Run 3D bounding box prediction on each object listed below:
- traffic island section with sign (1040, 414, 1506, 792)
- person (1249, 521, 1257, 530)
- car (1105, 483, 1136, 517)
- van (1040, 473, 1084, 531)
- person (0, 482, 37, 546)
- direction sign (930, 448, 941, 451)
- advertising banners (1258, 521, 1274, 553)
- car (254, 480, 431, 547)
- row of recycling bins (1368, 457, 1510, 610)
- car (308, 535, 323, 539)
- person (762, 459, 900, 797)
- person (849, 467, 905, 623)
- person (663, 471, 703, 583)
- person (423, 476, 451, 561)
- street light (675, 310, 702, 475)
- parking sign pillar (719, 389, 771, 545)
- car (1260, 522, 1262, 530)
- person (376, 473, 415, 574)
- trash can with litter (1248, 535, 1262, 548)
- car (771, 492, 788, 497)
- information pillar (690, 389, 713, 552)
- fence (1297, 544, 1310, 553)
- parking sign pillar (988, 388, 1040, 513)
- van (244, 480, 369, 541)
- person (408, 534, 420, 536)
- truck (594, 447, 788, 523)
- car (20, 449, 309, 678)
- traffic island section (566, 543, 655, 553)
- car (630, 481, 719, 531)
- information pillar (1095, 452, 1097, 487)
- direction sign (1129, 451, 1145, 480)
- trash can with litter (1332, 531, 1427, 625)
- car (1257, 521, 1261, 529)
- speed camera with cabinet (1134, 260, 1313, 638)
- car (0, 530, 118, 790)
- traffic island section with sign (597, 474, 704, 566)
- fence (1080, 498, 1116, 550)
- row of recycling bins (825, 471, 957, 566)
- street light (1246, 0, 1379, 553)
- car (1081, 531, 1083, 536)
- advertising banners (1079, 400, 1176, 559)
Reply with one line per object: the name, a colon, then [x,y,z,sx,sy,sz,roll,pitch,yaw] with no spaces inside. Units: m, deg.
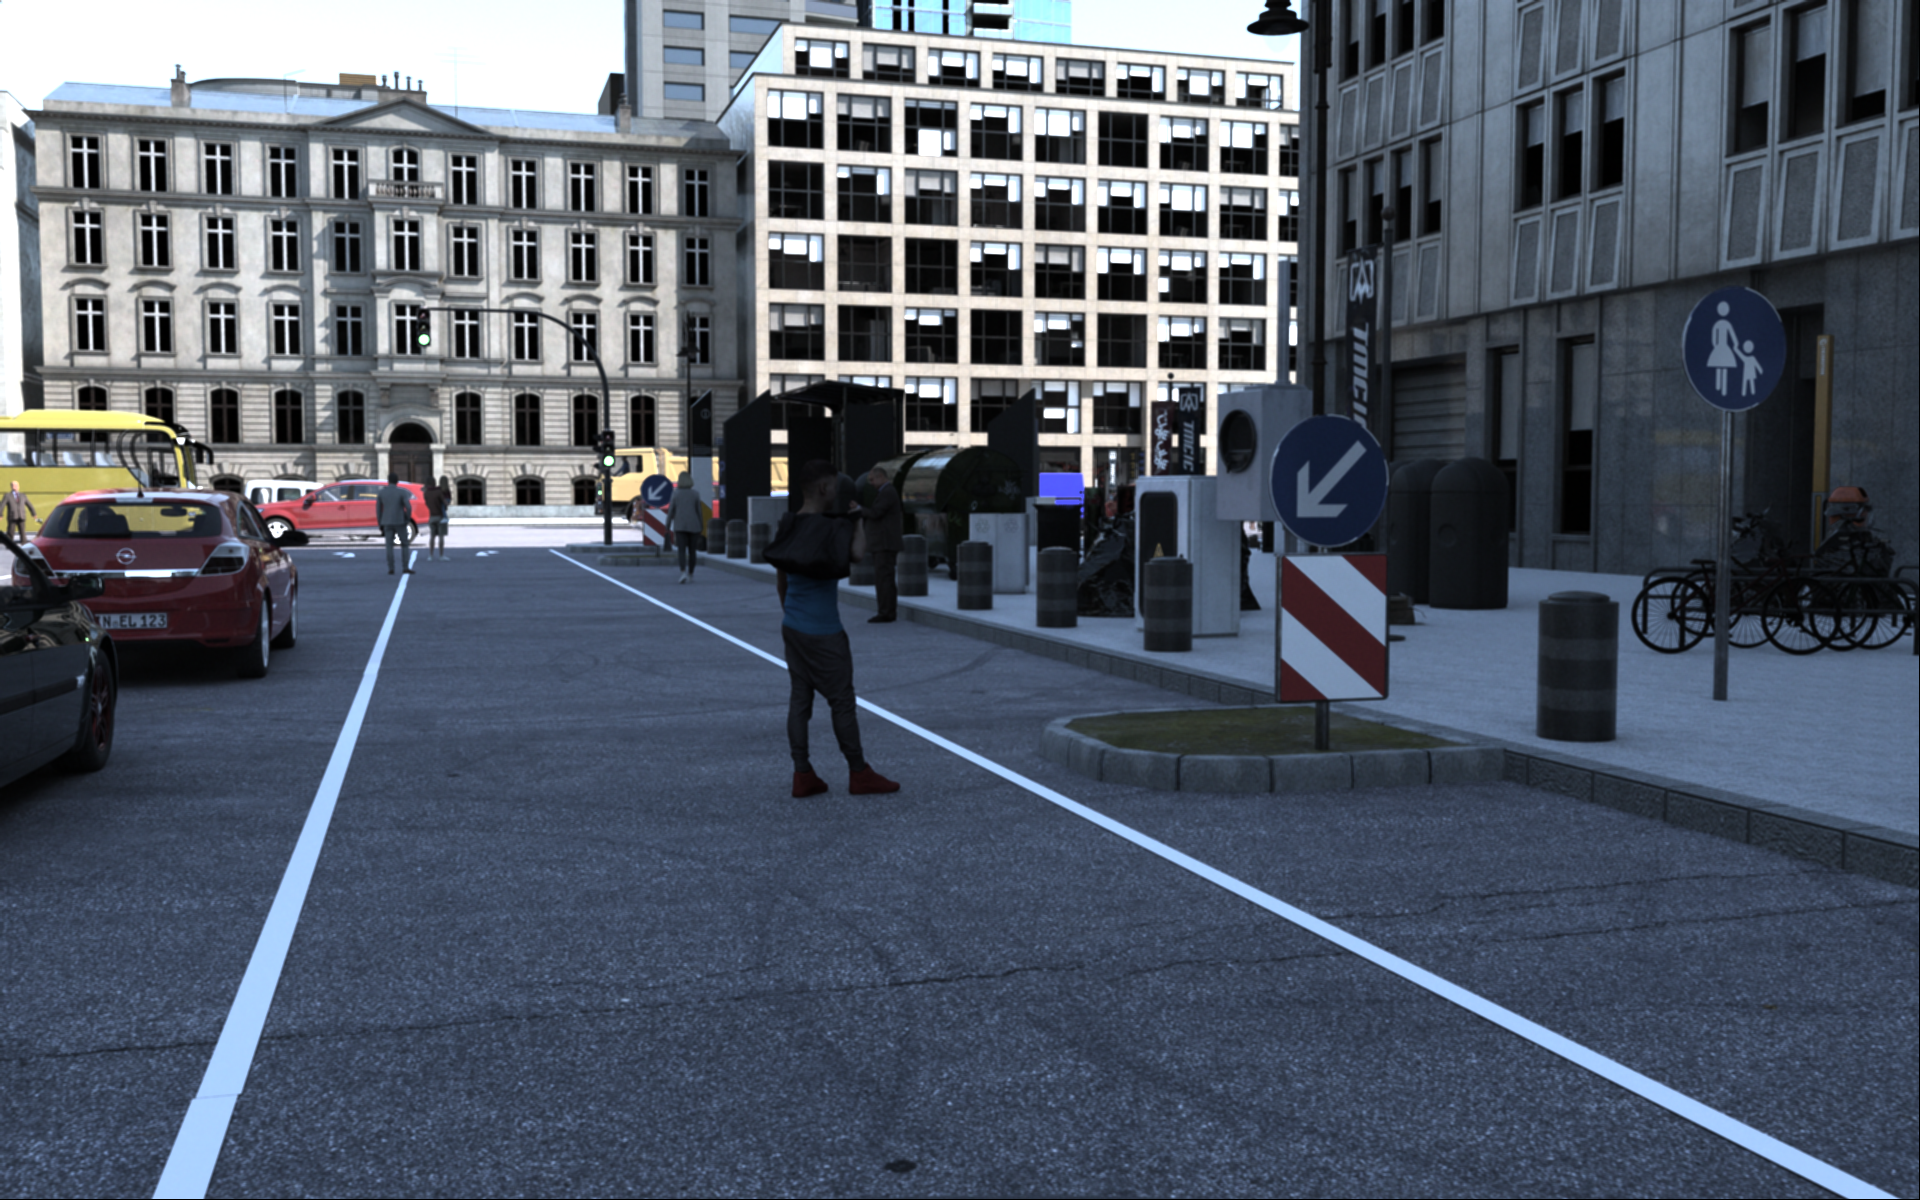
traffic island section with sign: [1.515,-0.042,9.311,1.989,1.847,2.006,-1,4,-17]
person: [11.781,-3.681,69.262,0.524,1.755,0.480,3,5,42]
car: [6.608,-3.255,61.897,2.281,1.827,5.304,-1,4,-16]
van: [1.001,-2.826,50.583,5.245,2.365,2.240,-1,4,-15]
person: [-24.456,-2.195,44.942,0.434,1.755,0.990,3,5,43]
direction sign: [-1.225,-5.739,85.824,0.379,3.537,0.876,-3,5,-41]
advertising banners: [7.576,-2.552,37.919,2.074,3.025,0.090,0,4,-2]
car: [-16.971,-2.387,47.706,5.304,1.827,2.281,-1,4,-16]
row of recycling bins: [5.533,-0.840,20.848,1.069,1.692,3.534,0,4,-7]
car: [-22.397,-2.717,56.215,4.920,1.459,2.131,-1,4,-18]
person: [-0.608,0.135,8.168,0.647,1.594,0.662,3,5,40]
person: [-0.929,-0.630,19.490,0.600,1.739,0.565,-2,4,-30]
person: [-4.497,-1.178,27.938,0.709,1.800,0.728,-1,4,-10]
person: [-11.211,-1.761,37.269,0.580,1.828,0.573,-2,4,-31]
street light: [-6.832,-4.337,43.706,0.468,5.910,1.993,-1,4,-17]
parking sign pillar: [-5.512,-3.420,44.392,1.447,3.967,1.447,-2,4,-34]
car: [12.349,-2.800,57.572,4.920,1.459,2.131,-1,4,-15]
person: [-10.115,-1.371,31.008,0.635,1.810,0.391,-1,4,-12]
trash can with litter: [6.713,-1.836,41.404,1.055,1.170,0.624,-1,4,-9]
car: [-4.373,-2.391,48.684,3.694,1.707,1.945,-1,4,-18]
information pillar: [-5.752,-2.893,38.659,0.504,3.616,0.183,-2,4,-28]
fence: [6.685,-1.171,30.355,2.264,1.192,0.480,3,5,40]
parking sign pillar: [1.378,-3.426,44.486,1.447,3.967,1.447,2,4,27]
van: [-19.653,-2.796,52.725,4.112,2.044,2.013,-1,4,-15]
person: [-18.671,-3.050,59.039,0.598,1.740,0.731,2,4,23]
truck: [-11.424,-4.764,73.809,9.791,3.379,3.469,-1,4,-15]
car: [-6.707,-0.347,14.706,2.155,1.783,4.494,-1,4,-17]
traffic island section: [-8.839,-1.303,43.592,2.009,0.180,2.903,-1,4,-17]
car: [-7.081,-2.610,51.354,5.304,1.827,2.281,-1,4,-18]
information pillar: [7.521,-6.384,95.732,0.183,3.616,0.504,0,4,0]
direction sign: [9.228,-6.022,90.463,0.876,3.537,0.379,2,4,31]
trash can with litter: [4.077,-0.356,17.207,1.055,1.170,0.624,1,4,9]
car: [12.846,-3.015,61.086,4.920,1.459,2.131,-1,4,-15]
speed camera with cabinet: [2.292,-1.283,15.321,0.660,3.252,2.038,-2,4,-25]
car: [-4.955,0.135,7.587,2.009,1.686,4.222,-1,4,-15]
traffic island section with sign: [-6.371,-1.636,35.373,1.989,1.847,2.006,-1,4,-17]
fence: [3.083,-1.666,38.448,0.480,1.192,2.264,-1,4,-19]
row of recycling bins: [-1.169,-1.485,31.393,3.534,1.692,1.069,-3,4,-38]
street light: [2.610,-2.432,12.549,0.468,5.910,1.993,-1,4,-17]
car: [2.468,-2.904,59.284,4.920,1.459,2.131,-1,4,-17]
advertising banners: [3.176,-2.246,32.917,2.074,3.025,0.090,3,4,36]
